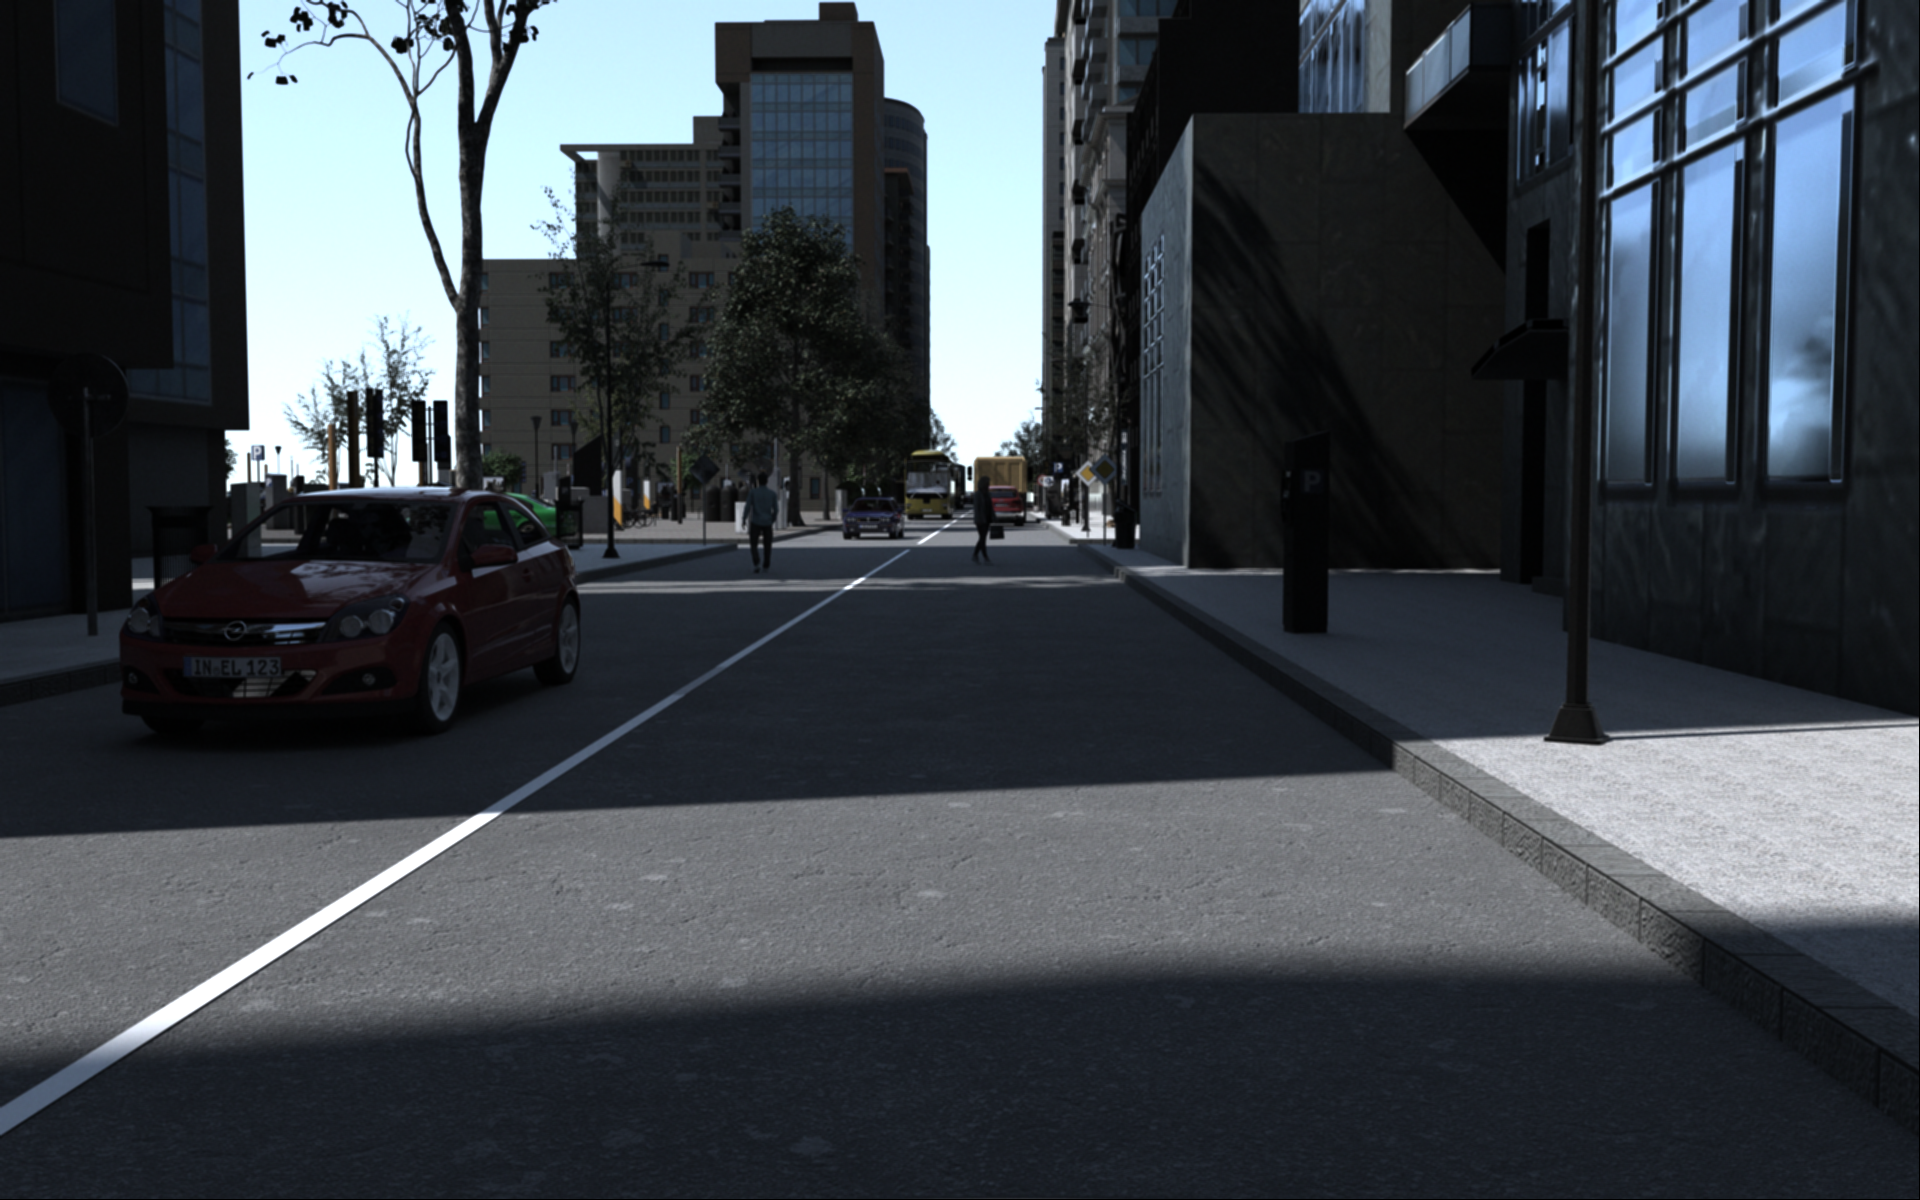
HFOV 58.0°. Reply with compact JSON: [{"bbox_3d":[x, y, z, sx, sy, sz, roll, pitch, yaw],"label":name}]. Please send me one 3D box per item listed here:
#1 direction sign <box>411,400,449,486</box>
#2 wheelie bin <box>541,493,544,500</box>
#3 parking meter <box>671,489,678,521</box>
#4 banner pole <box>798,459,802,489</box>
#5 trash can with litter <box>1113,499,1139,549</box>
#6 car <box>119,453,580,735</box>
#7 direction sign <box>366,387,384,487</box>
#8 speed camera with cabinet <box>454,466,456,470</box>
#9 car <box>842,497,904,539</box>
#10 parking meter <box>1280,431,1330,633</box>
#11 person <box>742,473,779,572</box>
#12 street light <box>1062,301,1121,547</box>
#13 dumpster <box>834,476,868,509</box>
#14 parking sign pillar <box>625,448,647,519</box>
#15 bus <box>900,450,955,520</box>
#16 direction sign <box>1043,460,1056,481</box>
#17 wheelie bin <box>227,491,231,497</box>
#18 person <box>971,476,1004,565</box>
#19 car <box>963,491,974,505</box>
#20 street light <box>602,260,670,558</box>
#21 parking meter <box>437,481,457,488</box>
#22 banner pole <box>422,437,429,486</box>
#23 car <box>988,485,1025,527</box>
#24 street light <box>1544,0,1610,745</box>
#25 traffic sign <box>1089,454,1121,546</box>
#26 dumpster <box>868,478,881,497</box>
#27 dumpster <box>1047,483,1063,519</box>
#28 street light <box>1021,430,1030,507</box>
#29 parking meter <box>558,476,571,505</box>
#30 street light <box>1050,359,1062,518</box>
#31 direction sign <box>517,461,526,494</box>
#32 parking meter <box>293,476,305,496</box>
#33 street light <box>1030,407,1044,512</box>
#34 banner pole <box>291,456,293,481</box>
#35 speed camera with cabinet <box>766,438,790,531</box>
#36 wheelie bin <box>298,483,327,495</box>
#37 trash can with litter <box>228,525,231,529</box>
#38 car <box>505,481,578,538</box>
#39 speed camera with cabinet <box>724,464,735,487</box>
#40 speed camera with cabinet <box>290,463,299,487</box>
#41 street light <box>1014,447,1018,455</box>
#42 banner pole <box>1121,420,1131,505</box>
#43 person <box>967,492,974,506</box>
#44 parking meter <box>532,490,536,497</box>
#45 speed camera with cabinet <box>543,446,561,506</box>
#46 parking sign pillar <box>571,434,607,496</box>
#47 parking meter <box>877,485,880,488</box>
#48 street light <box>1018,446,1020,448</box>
[{"bbox_3d":[-12.796,-3.051,41.876,0.876,3.537,0.379,0,4,0],"label":"direction sign"},{"bbox_3d":[-29.250,-7.037,122.956,0.980,1.594,0.693,-1,4,-17],"label":"wheelie bin"},{"bbox_3d":[-13.674,-4.563,83.014,0.372,1.533,0.369,0,3,0],"label":"parking meter"},{"bbox_3d":[-10.028,-7.158,107.050,0.401,3.779,0.863,2,4,34],"label":"banner pole"},{"bbox_3d":[4.128,-1.792,40.680,1.055,1.170,0.624,1,4,13],"label":"trash can with litter"},{"bbox_3d":[-3.902,-0.162,11.690,2.155,1.783,4.494,0,4,3],"label":"car"},{"bbox_3d":[-12.573,-2.770,37.289,0.379,3.537,0.876,0,4,3],"label":"direction sign"},{"bbox_3d":[-35.690,-7.813,122.071,0.660,3.252,2.038,-1,4,-9],"label":"speed camera with cabinet"},{"bbox_3d":[-2.776,-2.654,55.965,1.945,1.354,3.894,0,4,3],"label":"car"},{"bbox_3d":[3.191,-0.631,16.031,0.399,1.863,0.255,-1,4,-10],"label":"parking meter"},{"bbox_3d":[-3.649,-1.421,31.755,0.660,1.820,0.620,-1,4,-19],"label":"person"},{"bbox_3d":[3.293,-4.239,41.844,1.470,5.913,1.316,0,4,1],"label":"street light"},{"bbox_3d":[-5.843,-5.451,91.614,1.502,2.255,1.985,0,4,1],"label":"dumpster"},{"bbox_3d":[-16.968,-6.184,89.576,1.447,3.967,1.447,0,4,-1],"label":"parking sign pillar"},{"bbox_3d":[-1.694,-6.630,99.944,2.896,3.916,12.252,0,4,1],"label":"bus"},{"bbox_3d":[5.962,-7.550,115.439,0.876,3.537,0.379,-1,4,-22],"label":"direction sign"},{"bbox_3d":[-49.090,-6.662,116.826,0.693,1.594,0.980,-3,4,-37],"label":"wheelie bin"},{"bbox_3d":[0.517,-1.631,35.351,0.728,1.800,0.709,3,5,45],"label":"person"},{"bbox_3d":[1.369,-13.620,231.361,2.281,1.827,5.304,0,4,0],"label":"car"},{"bbox_3d":[-6.469,-3.796,34.600,1.470,5.913,1.316,0,4,1],"label":"street light"},{"bbox_3d":[-10.094,-1.572,34.116,0.372,1.533,0.369,0,3,0],"label":"parking meter"},{"bbox_3d":[-23.052,-5.198,75.000,0.401,3.779,0.863,1,4,16],"label":"banner pole"},{"bbox_3d":[1.784,-4.221,77.683,2.281,1.827,5.304,0,4,0],"label":"car"},{"bbox_3d":[2.673,-2.222,8.866,1.470,5.913,1.316,0,4,1],"label":"street light"},{"bbox_3d":[3.582,-2.398,42.847,0.795,2.450,0.064,0,4,1],"label":"traffic sign"},{"bbox_3d":[-5.556,-6.233,104.408,1.502,2.255,1.985,0,4,1],"label":"dumpster"},{"bbox_3d":[5.078,-5.063,88.536,1.264,1.857,1.865,0,4,1],"label":"dumpster"},{"bbox_3d":[5.327,-9.381,125.924,1.470,5.913,1.316,0,4,1],"label":"street light"},{"bbox_3d":[-12.634,-3.034,55.311,0.399,1.863,0.255,-1,4,-17],"label":"parking meter"},{"bbox_3d":[3.810,-5.332,59.719,1.470,5.913,1.316,0,4,1],"label":"street light"},{"bbox_3d":[-30.370,-7.807,119.634,0.876,3.537,0.379,1,4,15],"label":"direction sign"},{"bbox_3d":[-20.874,-2.998,54.728,0.255,1.863,0.399,-3,4,-38],"label":"parking meter"},{"bbox_3d":[4.650,-7.358,92.837,1.470,5.913,1.316,0,4,1],"label":"street light"},{"bbox_3d":[-43.764,-7.557,113.577,0.401,3.779,0.863,-2,4,-28],"label":"banner pole"},{"bbox_3d":[-6.605,-4.118,61.661,0.660,3.252,2.038,0,4,3],"label":"speed camera with cabinet"},{"bbox_3d":[-19.207,-2.667,51.506,0.980,1.594,0.693,-2,4,-26],"label":"wheelie bin"},{"bbox_3d":[-27.071,-3.265,64.443,2.233,1.210,1.678,1,4,10],"label":"trash can with litter"},{"bbox_3d":[-12.895,-2.361,47.391,4.718,1.807,1.959,0,4,1],"label":"car"},{"bbox_3d":[-15.280,-7.254,112.946,0.660,3.252,2.038,1,4,16],"label":"speed camera with cabinet"},{"bbox_3d":[-43.321,-7.158,111.368,2.038,3.252,0.660,0,4,3],"label":"speed camera with cabinet"},{"bbox_3d":[6.203,-11.998,168.715,1.470,5.913,1.316,0,4,1],"label":"street light"},{"bbox_3d":[5.632,-4.200,58.684,0.401,3.779,0.863,-1,4,-21],"label":"banner pole"},{"bbox_3d":[1.474,-12.645,215.954,1.217,1.735,0.721,1,4,11],"label":"person"},{"bbox_3d":[-27.883,-6.432,113.568,0.372,1.533,0.369,0,3,0],"label":"parking meter"},{"bbox_3d":[-16.848,-4.763,72.218,0.660,3.252,2.038,0,4,1],"label":"speed camera with cabinet"},{"bbox_3d":[-16.706,-5.444,77.475,1.447,3.967,1.447,-2,4,-30],"label":"parking sign pillar"},{"bbox_3d":[-5.119,-6.189,106.896,0.255,1.863,0.399,3,4,38],"label":"parking meter"},{"bbox_3d":[5.474,-9.976,135.644,1.470,5.913,1.316,0,4,1],"label":"street light"}]
